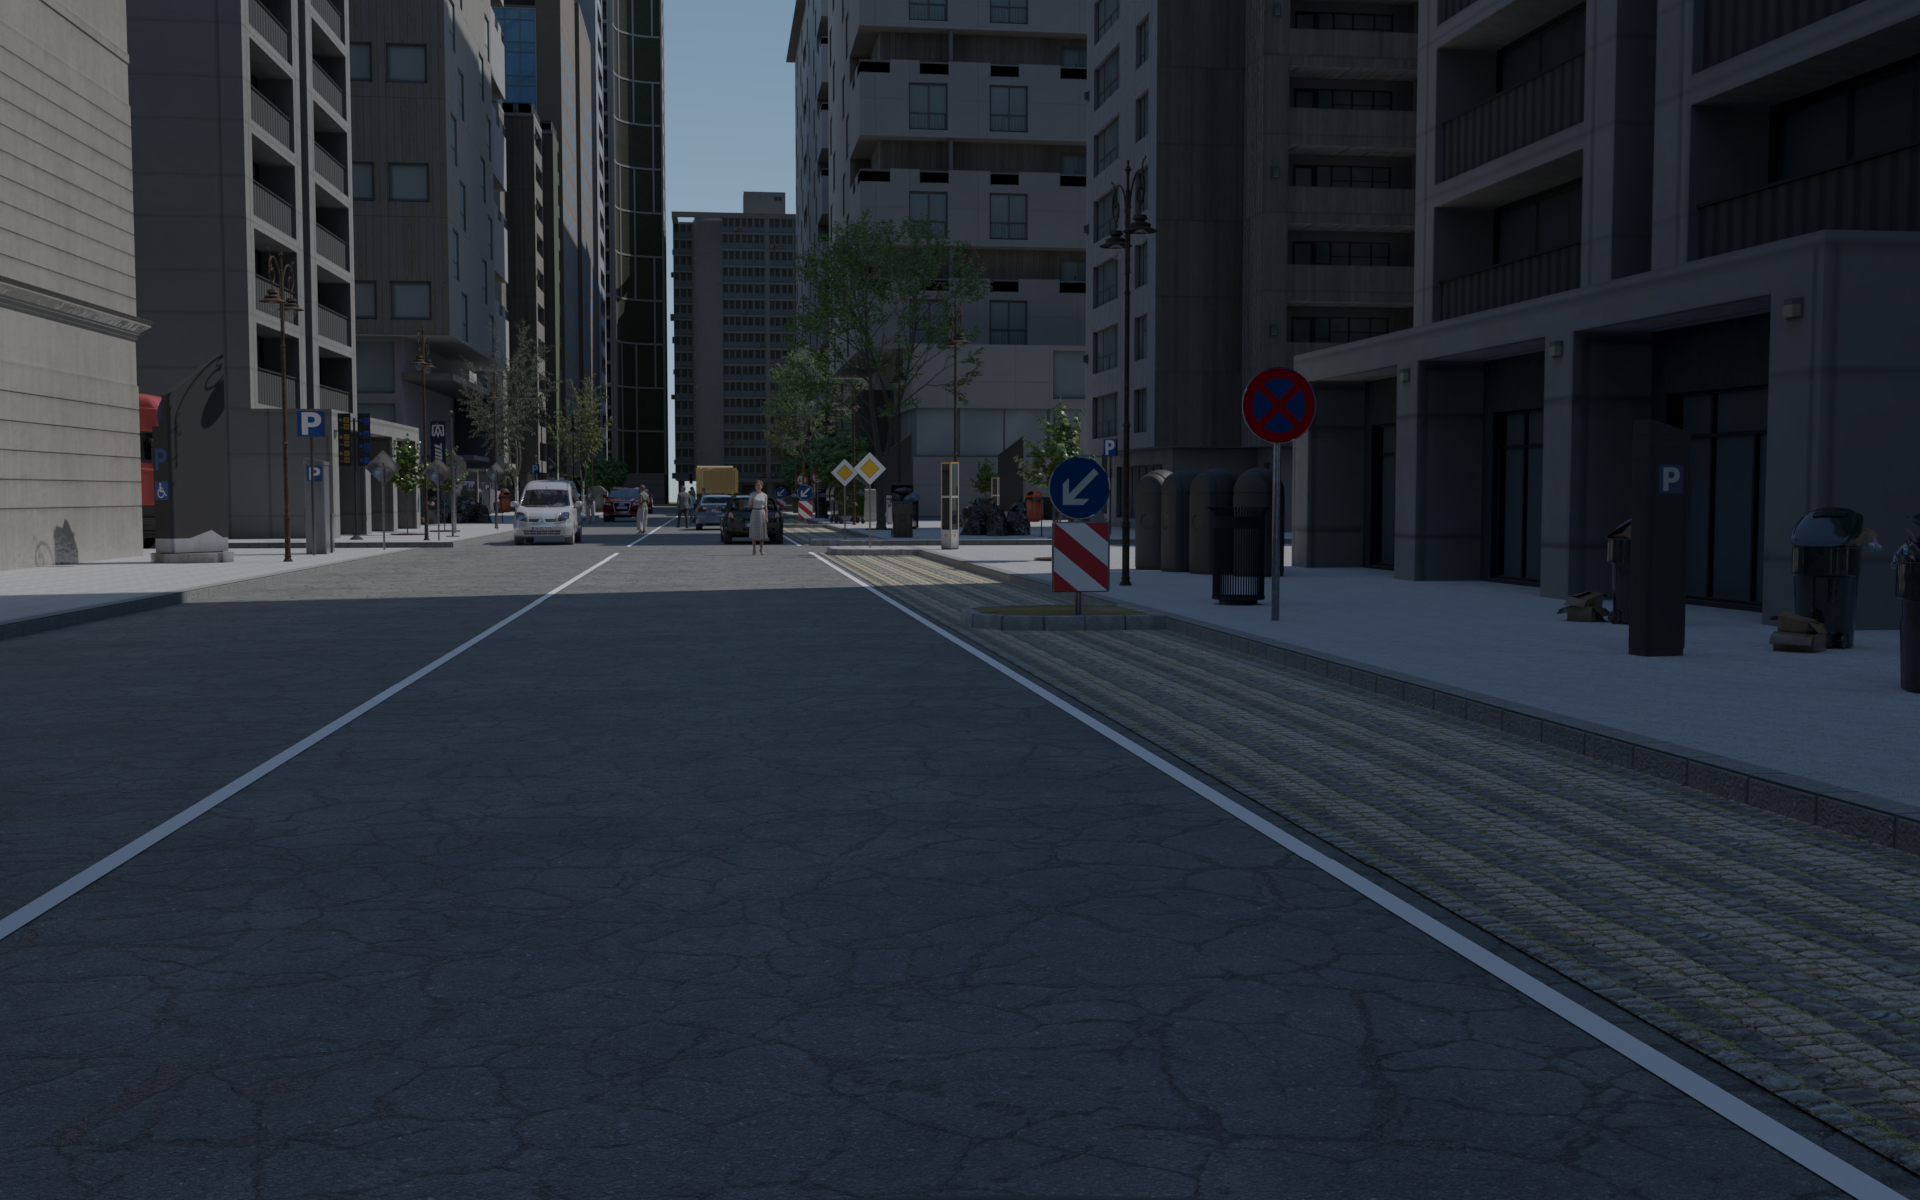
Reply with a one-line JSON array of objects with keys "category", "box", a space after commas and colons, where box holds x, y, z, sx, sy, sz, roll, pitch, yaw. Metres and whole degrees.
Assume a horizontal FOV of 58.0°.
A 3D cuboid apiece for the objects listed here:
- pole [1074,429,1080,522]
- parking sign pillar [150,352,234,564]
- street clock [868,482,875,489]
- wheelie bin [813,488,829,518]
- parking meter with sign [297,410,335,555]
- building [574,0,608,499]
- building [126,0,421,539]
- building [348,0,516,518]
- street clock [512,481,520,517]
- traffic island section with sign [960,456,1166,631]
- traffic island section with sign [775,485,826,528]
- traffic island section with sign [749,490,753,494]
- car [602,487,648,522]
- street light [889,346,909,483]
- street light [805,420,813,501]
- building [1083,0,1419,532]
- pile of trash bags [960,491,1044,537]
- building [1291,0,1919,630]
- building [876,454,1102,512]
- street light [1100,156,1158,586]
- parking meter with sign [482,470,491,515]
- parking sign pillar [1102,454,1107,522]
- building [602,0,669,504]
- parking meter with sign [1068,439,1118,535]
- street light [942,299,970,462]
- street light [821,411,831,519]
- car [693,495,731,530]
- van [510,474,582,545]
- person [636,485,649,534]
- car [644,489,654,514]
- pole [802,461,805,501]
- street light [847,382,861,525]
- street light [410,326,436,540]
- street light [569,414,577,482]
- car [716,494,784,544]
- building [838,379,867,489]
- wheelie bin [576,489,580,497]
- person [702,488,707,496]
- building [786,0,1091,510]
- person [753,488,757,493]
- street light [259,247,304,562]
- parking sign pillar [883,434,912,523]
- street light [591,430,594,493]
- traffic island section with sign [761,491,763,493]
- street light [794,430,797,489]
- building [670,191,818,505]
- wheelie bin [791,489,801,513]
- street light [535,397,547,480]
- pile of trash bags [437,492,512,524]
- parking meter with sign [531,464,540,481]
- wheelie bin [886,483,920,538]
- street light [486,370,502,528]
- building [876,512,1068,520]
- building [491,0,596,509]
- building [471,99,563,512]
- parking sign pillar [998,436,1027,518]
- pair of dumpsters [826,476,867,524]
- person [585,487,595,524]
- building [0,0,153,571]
[{"category": "pole", "box": [3.543, -3.588, 52.500, 0.158, 3.312, 0.155, 0, 3, 0]}, {"category": "parking sign pillar", "box": [-14.454, -2.693, 32.511, 1.447, 3.967, 1.447, 2, 4, 26]}, {"category": "street clock", "box": [-4.329, -4.895, 84.608, 0.358, 2.002, 0.471, 1, 4, 11]}, {"category": "wheelie bin", "box": [-7.390, -5.167, 92.388, 0.693, 1.594, 0.980, -3, 5, -42]}, {"category": "parking meter with sign", "box": [-13.718, -2.493, 37.016, 0.543, 3.016, 1.738, -1, 4, -12]}, {"category": "building", "box": [-51.648, -39.078, 180.925, 28.212, 58.520, 21.231, 0, 4, -8]}, {"category": "building", "box": [-29.581, -37.815, 56.520, 20.563, 71.187, 20.611, 0, 4, -8]}, {"category": "building", "box": [-38.784, -30.647, 90.318, 28.713, 52.752, 27.495, 0, 4, -8]}, {"category": "street clock", "box": [-24.049, -5.465, 93.917, 0.358, 2.002, 0.471, -3, 5, -42]}, {"category": "traffic island section with sign", "box": [1.048, -0.633, 18.973, 1.989, 1.847, 2.006, 0, 4, -8]}, {"category": "traffic island section with sign", "box": [-6.746, -3.990, 73.871, 1.989, 1.847, 2.006, 0, 4, -8]}, {"category": "traffic island section with sign", "box": [-21.366, -10.300, 177.034, 1.989, 1.847, 2.006, 0, 4, -8]}, {"category": "car", "box": [-17.518, -5.022, 90.782, 2.281, 1.827, 5.304, 0, 4, -6]}, {"category": "street light", "box": [-1.903, -4.980, 54.204, 0.468, 5.910, 1.993, 0, 4, -8]}, {"category": "street light", "box": [-9.197, -8.130, 105.705, 0.468, 5.910, 1.993, 0, 4, -8]}, {"category": "building", "box": [12.758, -17.795, 62.655, 14.107, 30.474, 14.160, 0, 4, -8]}, {"category": "pile of trash bags", "box": [1.501, -2.659, 53.225, 1.912, 1.369, 3.447, -2, 4, -33]}, {"category": "building", "box": [17.456, -35.578, 19.959, 20.563, 71.187, 20.611, 0, 4, -8]}, {"category": "building", "box": [0.251, -34.721, 156.929, 28.713, 52.752, 27.495, 0, 4, -8]}, {"category": "street light", "box": [2.324, -3.140, 24.122, 0.468, 5.910, 1.993, 0, 4, -8]}, {"category": "parking meter with sign", "box": [-29.749, -6.885, 108.834, 0.543, 3.016, 1.738, -2, 4, -26]}, {"category": "parking sign pillar", "box": [6.575, -5.129, 72.334, 1.447, 3.967, 1.447, 2, 4, 35]}, {"category": "building", "box": [-47.317, -47.580, 216.188, 20.611, 71.187, 20.563, 0, 4, -8]}, {"category": "parking meter with sign", "box": [4.127, -3.544, 54.201, 1.738, 3.016, 0.543, -3, 5, -41]}, {"category": "street light", "box": [-0.109, -4.184, 41.203, 0.468, 5.910, 1.993, 0, 4, -8]}, {"category": "street light", "box": [-6.829, -7.081, 88.562, 0.468, 5.910, 1.993, 0, 4, -8]}, {"category": "car", "box": [-9.807, -3.552, 70.083, 2.014, 1.417, 4.499, 0, 4, -8]}, {"category": "van", "box": [-11.889, -2.632, 50.051, 2.013, 2.044, 4.112, 0, 4, -8]}, {"category": "person", "box": [-11.487, -3.272, 62.549, 0.362, 1.759, 0.519, 2, 4, 31]}, {"category": "car", "box": [-23.940, -7.361, 129.020, 2.281, 1.827, 5.304, -1, 4, -9]}, {"category": "pole", "box": [-9.779, -6.992, 108.161, 0.158, 3.312, 0.155, 0, 3, 0]}, {"category": "street light", "box": [-4.392, -6.049, 71.685, 0.468, 5.910, 1.993, 0, 4, -8]}, {"category": "street light", "box": [-14.775, -4.587, 47.793, 0.468, 5.910, 1.993, 0, 4, -8]}, {"category": "street light", "box": [-21.964, -7.683, 98.406, 0.468, 5.910, 1.993, 0, 4, -8]}, {"category": "car", "box": [-6.156, -2.520, 50.989, 2.009, 1.686, 4.222, -1, 4, -10]}, {"category": "building", "box": [-2.762, -22.282, 136.012, 14.160, 30.474, 14.107, 0, 4, -8]}, {"category": "wheelie bin", "box": [-25.350, -6.454, 113.426, 0.980, 1.594, 0.693, 0, 4, -5]}, {"category": "person", "box": [-15.680, -5.968, 106.192, 0.853, 1.813, 0.709, -3, 4, -39]}, {"category": "building", "box": [-3.399, -36.396, 184.306, 28.713, 52.752, 27.495, 0, 4, -8]}, {"category": "person", "box": [-9.641, -4.452, 82.122, 0.563, 1.720, 0.643, 2, 4, 32]}, {"category": "street light", "box": [-12.734, -3.661, 32.641, 0.468, 5.910, 1.993, 0, 4, -8]}, {"category": "parking sign pillar", "box": [-2.827, -5.434, 77.316, 1.447, 3.967, 1.447, -1, 4, -18]}, {"category": "street light", "box": [-24.475, -8.711, 115.205, 0.468, 5.910, 1.993, 0, 4, -8]}, {"category": "traffic island section with sign", "box": [-10.601, -5.655, 101.079, 1.989, 1.847, 2.006, 0, 4, -8]}, {"category": "street light", "box": [-11.685, -9.185, 122.961, 0.468, 5.910, 1.993, 0, 4, -8]}, {"category": "building", "box": [-25.381, -32.628, 225.353, 23.993, 40.220, 32.217, 0, 4, -8]}, {"category": "wheelie bin", "box": [-10.920, -6.618, 116.108, 0.693, 1.594, 0.980, 1, 4, 17]}, {"category": "street light", "box": [-19.586, -6.627, 81.144, 0.468, 5.910, 1.993, 0, 4, -8]}, {"category": "pile of trash bags", "box": [-21.428, -4.097, 76.742, 3.447, 1.369, 1.912, -3, 5, -44]}, {"category": "parking meter with sign", "box": [-24.562, -6.466, 101.975, 0.543, 3.016, 1.738, 1, 4, 17]}, {"category": "wheelie bin", "box": [-1.671, -2.636, 51.013, 0.980, 1.594, 0.693, 0, 4, -5]}, {"category": "street light", "box": [-17.320, -5.612, 64.548, 0.468, 5.910, 1.993, 0, 4, -8]}, {"category": "building", "box": [6.732, -31.171, 98.886, 28.713, 52.752, 27.495, 0, 4, -8]}, {"category": "building", "box": [-40.469, -30.916, 155.583, 14.600, 45.320, 14.200, 0, 4, -8]}, {"category": "building", "box": [-37.153, -21.757, 127.430, 14.160, 30.474, 14.107, 0, 4, -8]}, {"category": "parking sign pillar", "box": [2.437, -5.631, 80.531, 1.447, 3.967, 1.447, 2, 4, 26]}, {"category": "pair of dumpsters", "box": [-4.982, -4.515, 76.318, 1.574, 2.255, 4.437, -1, 4, -8]}, {"category": "person", "box": [-17.805, -4.541, 83.287, 0.519, 1.759, 0.362, 1, 4, 8]}, {"category": "building", "box": [-37.086, -15.160, 24.284, 44.131, 29.872, 17.030, 0, 4, -8]}]
